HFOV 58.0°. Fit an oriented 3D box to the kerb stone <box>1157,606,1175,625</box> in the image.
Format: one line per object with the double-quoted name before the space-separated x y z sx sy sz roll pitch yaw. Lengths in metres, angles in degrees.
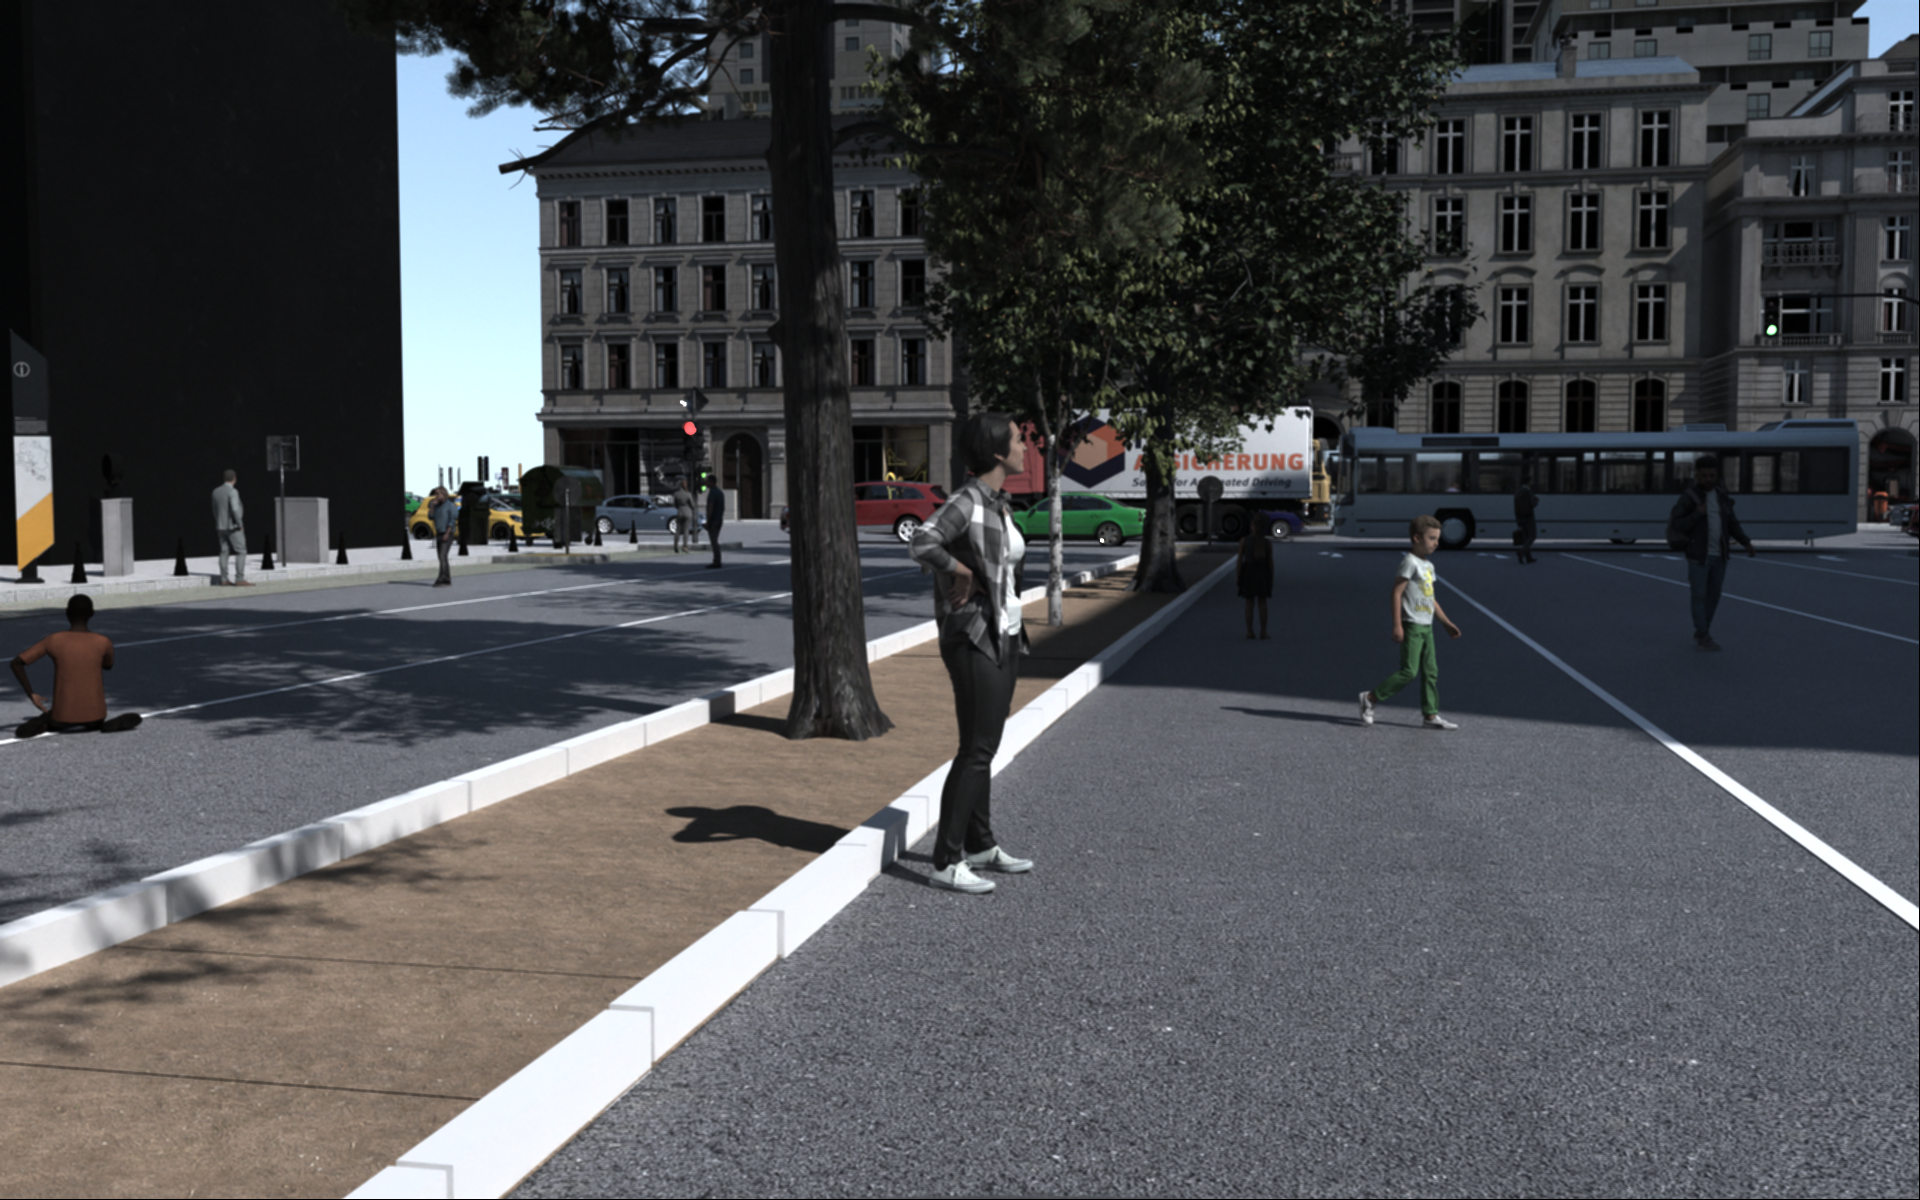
"kerb stone" 2.224 0.198 18.958 0.120 0.150 1.000 1 4 12

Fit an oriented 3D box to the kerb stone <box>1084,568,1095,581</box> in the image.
"kerb stone" 2.051 -0.379 28.396 0.120 0.150 1.000 1 4 12

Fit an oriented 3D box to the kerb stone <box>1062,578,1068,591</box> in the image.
"kerb stone" 1.420 -0.193 25.372 0.120 0.150 1.000 1 4 12

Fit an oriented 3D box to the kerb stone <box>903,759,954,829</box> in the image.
"kerb stone" -0.091 0.877 7.858 0.120 0.150 1.000 1 4 12

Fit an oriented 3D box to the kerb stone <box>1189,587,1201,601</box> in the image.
"kerb stone" 3.065 -0.040 22.998 0.120 0.150 1.000 1 4 12

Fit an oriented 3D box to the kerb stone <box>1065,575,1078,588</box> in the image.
"kerb stone" 1.624 -0.256 26.381 0.120 0.150 1.000 1 4 12

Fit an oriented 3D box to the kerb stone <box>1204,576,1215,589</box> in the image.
"kerb stone" 3.698 -0.230 26.013 0.120 0.150 1.000 1 4 12

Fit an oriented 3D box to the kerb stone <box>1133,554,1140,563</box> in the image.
"kerb stone" 3.517 -0.811 35.453 0.120 0.150 1.000 1 4 12

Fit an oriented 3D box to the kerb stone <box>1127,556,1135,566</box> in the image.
"kerb stone" 3.310 -0.747 34.445 0.120 0.150 1.000 1 4 12

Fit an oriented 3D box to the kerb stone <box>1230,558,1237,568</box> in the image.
"kerb stone" 5.175 -0.667 33.097 0.120 0.150 1.000 1 4 12

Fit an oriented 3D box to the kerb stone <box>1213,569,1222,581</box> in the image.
"kerb stone" 4.117 -0.358 28.042 0.120 0.150 1.000 1 4 12

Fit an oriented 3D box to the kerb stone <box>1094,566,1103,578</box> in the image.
"kerb stone" 2.261 -0.439 29.407 0.120 0.150 1.000 1 4 12

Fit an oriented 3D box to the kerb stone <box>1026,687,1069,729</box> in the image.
"kerb stone" 0.537 0.693 10.890 0.120 0.150 1.000 1 4 12

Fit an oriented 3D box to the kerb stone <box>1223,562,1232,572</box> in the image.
"kerb stone" 4.746 -0.542 31.064 0.120 0.150 1.000 1 4 12

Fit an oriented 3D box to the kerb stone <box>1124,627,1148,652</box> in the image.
"kerb stone" 1.594 0.383 15.935 0.120 0.150 1.000 1 4 12

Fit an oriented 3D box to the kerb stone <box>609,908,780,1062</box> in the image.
"kerb stone" -0.722 1.062 4.836 0.120 0.150 1.000 1 4 12

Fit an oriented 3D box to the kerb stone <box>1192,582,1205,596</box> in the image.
"kerb stone" 3.271 -0.111 24.004 0.120 0.150 1.000 1 4 12

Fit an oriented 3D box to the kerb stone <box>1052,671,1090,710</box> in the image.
"kerb stone" 0.750 0.629 11.904 0.120 0.150 1.000 1 4 12

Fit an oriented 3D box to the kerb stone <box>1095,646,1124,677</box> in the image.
"kerb stone" 1.178 0.506 13.920 0.120 0.150 1.000 1 4 12

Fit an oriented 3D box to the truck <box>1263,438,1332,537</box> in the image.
"truck" 8.659 -3.900 59.688 9.791 3.379 3.469 1 4 12

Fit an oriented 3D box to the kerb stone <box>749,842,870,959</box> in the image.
"kerb stone" -0.498 1.000 5.838 0.120 0.150 1.000 1 4 12

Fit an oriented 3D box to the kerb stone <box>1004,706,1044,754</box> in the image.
"kerb stone" 0.330 0.758 9.882 0.120 0.150 1.000 1 4 12

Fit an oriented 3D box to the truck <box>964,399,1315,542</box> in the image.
"truck" 5.124 -3.946 53.433 11.283 4.237 2.839 1 4 13

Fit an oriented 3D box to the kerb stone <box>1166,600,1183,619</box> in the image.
"kerb stone" 2.438 0.137 19.962 0.120 0.150 1.000 1 4 12

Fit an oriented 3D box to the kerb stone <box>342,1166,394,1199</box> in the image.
"kerb stone" -1.134 1.186 2.811 0.120 0.150 1.000 1 4 12

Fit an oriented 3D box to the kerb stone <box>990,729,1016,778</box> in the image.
"kerb stone" 0.127 0.815 8.866 0.120 0.150 1.000 1 4 12

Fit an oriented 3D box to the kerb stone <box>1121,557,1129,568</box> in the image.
"kerb stone" 3.099 -0.686 33.436 0.120 0.150 1.000 1 4 12

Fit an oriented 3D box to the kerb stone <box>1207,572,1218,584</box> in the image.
"kerb stone" 3.903 -0.296 27.033 0.120 0.150 1.000 1 4 12

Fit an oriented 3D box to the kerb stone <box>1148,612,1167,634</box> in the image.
"kerb stone" 2.019 0.263 17.946 0.120 0.150 1.000 1 4 12

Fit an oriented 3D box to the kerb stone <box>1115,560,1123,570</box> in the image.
"kerb stone" 2.887 -0.623 32.425 0.120 0.150 1.000 1 4 12

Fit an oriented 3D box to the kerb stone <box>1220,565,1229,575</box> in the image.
"kerb stone" 4.537 -0.476 30.057 0.120 0.150 1.000 1 4 12

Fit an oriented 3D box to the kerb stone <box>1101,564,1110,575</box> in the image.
"kerb stone" 2.474 -0.502 30.412 0.120 0.150 1.000 1 4 12

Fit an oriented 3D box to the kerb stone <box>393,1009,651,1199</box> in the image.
"kerb stone" -0.926 1.125 3.817 0.120 0.150 1.000 1 4 12

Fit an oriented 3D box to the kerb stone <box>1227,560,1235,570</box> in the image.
"kerb stone" 4.964 -0.604 32.078 0.120 0.150 1.000 1 4 12

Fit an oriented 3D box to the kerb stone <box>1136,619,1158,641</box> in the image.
"kerb stone" 1.804 0.321 16.941 0.120 0.150 1.000 1 4 12

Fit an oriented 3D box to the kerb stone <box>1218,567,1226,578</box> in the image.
"kerb stone" 4.329 -0.419 29.051 0.120 0.150 1.000 1 4 12

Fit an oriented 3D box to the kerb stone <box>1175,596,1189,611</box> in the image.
"kerb stone" 2.644 0.083 20.969 0.120 0.150 1.000 1 4 12

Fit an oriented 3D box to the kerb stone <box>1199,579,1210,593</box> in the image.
"kerb stone" 3.483 -0.172 25.009 0.120 0.150 1.000 1 4 12

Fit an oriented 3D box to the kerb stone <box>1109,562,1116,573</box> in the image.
"kerb stone" 2.673 -0.564 31.420 0.120 0.150 1.000 1 4 12

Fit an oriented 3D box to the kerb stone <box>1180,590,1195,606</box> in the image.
"kerb stone" 2.858 0.013 21.990 0.120 0.150 1.000 1 4 12

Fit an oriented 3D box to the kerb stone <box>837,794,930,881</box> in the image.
"kerb stone" -0.299 0.940 6.847 0.120 0.150 1.000 1 4 12

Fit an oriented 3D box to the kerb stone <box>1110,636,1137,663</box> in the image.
"kerb stone" 1.388 0.445 14.926 0.120 0.150 1.000 1 4 12

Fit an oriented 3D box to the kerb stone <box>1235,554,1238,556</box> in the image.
"kerb stone" 5.591 -0.790 35.109 0.120 0.150 1.000 1 4 12

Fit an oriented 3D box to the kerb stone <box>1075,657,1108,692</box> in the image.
"kerb stone" 0.963 0.568 12.911 0.120 0.150 1.000 1 4 12

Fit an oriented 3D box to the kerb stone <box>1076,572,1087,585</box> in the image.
"kerb stone" 1.841 -0.310 27.389 0.120 0.150 1.000 1 4 12

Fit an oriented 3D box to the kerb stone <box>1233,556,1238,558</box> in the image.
"kerb stone" 5.387 -0.728 34.102 0.120 0.150 1.000 1 4 12
